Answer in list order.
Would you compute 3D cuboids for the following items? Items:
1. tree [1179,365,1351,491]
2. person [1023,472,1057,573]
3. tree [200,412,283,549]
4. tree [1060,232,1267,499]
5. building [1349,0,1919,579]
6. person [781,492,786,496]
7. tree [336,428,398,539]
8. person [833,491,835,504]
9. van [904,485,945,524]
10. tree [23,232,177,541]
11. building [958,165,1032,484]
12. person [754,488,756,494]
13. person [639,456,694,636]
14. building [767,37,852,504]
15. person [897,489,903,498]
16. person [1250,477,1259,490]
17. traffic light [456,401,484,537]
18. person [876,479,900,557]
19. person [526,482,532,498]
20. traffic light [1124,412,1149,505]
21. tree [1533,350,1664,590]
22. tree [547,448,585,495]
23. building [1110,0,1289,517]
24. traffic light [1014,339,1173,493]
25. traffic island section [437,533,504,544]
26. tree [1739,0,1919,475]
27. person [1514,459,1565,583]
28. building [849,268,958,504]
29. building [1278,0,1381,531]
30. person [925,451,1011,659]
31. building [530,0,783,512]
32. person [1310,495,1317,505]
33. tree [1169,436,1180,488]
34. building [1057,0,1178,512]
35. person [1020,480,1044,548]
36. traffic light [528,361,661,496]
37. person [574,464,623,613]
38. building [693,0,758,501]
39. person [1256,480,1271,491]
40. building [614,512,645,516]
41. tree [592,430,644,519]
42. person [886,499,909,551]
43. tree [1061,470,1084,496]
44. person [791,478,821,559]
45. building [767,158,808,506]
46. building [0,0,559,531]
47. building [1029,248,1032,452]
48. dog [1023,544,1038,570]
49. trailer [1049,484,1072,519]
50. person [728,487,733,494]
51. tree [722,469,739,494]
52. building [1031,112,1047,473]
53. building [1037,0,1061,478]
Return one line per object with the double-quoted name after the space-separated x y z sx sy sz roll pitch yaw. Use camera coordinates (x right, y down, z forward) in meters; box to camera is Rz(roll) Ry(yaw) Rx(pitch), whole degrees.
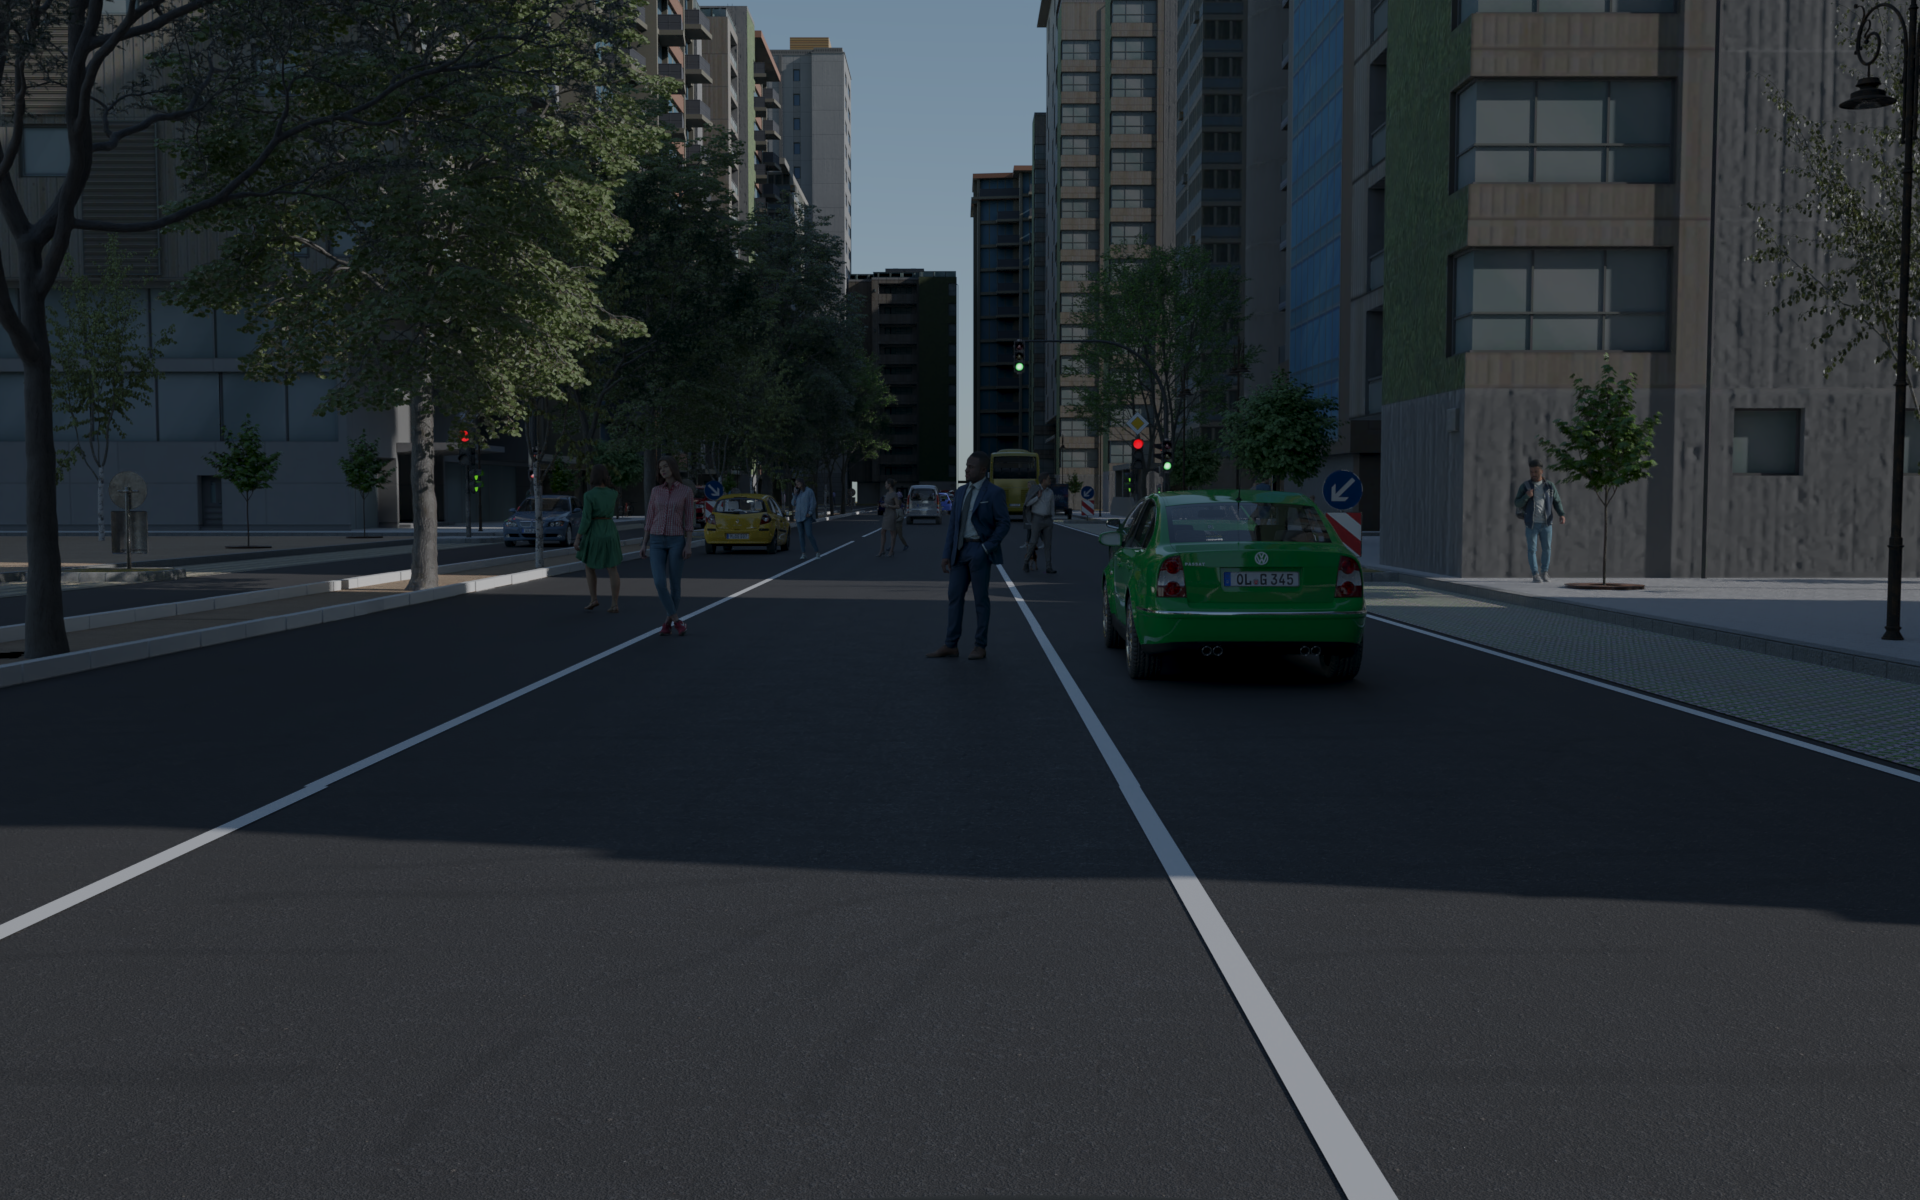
8.207 -3.693 44.092 4.285 4.588 4.351 0 3 0 "tree"
1.433 -1.397 31.436 0.679 1.850 0.850 -2 4 -34 "person"
-16.735 -2.834 40.933 1.663 3.219 1.824 0 3 0 "tree"
8.192 -8.703 68.041 9.928 11.665 9.643 0 3 0 "tree"
14.660 -21.311 32.027 14.154 41.232 14.086 0 3 0 "building"
-16.825 -9.786 165.916 0.599 1.838 0.709 0 4 -5 "person"
-17.229 -3.415 50.434 1.663 3.219 1.824 0 3 0 "tree"
-14.634 -11.664 199.070 0.599 1.838 0.709 3 5 43 "person"
-1.715 -4.655 83.115 2.013 2.044 4.112 0 4 0 "van"
-23.757 -5.954 47.703 4.737 8.622 4.395 0 3 0 "tree"
14.209 -35.101 228.531 28.867 44.769 22.147 0 3 0 "building"
-16.663 -8.208 139.873 0.705 1.869 1.348 1 4 12 "person"
-2.981 -0.556 17.596 0.555 1.821 0.388 0 4 -3 "person"
-28.437 -41.912 227.253 28.212 58.520 21.231 0 3 0 "building"
-5.122 -8.516 147.598 0.709 1.838 0.599 1 4 18 "person"
8.481 -2.621 49.239 0.374 1.781 0.599 -2 4 -30 "person"
-14.513 -3.804 51.113 0.839 4.253 0.868 0 3 0 "traffic light"
-1.642 -1.867 39.370 0.374 1.781 0.599 -2 4 -34 "person"
-16.821 -3.794 68.418 0.623 1.781 0.721 -3 5 -40 "person"
6.032 -4.296 59.157 0.839 4.253 0.868 0 3 0 "traffic light"
8.648 -1.770 23.535 1.663 3.219 1.824 0 3 0 "tree"
-16.792 -4.776 72.694 1.663 3.219 1.824 0 3 0 "tree"
25.493 -24.957 99.922 32.217 40.220 23.993 0 3 0 "building"
3.957 -4.670 51.026 4.771 5.953 1.251 0 3 0 "traffic light"
-14.553 -1.772 51.247 2.009 0.180 2.903 0 3 0 "traffic island section"
12.770 -4.438 22.921 4.360 8.622 3.978 0 3 0 "tree"
8.373 -1.144 25.102 0.623 1.781 0.721 0 4 -5 "person"
-7.270 -27.707 224.716 14.107 30.474 14.160 0 3 0 "building"
20.428 -25.370 64.915 14.200 45.320 14.600 0 3 0 "building"
0.102 -0.394 15.131 0.721 1.800 0.419 2 4 31 "person"
-28.495 -31.042 162.155 22.147 44.769 28.867 0 3 0 "building"
11.878 -2.909 58.288 0.332 1.250 0.352 1 4 10 "person"
11.266 -6.148 84.228 4.285 4.588 4.351 0 3 0 "tree"
15.161 -28.359 147.264 14.154 41.232 14.086 0 3 0 "building"
1.949 -2.268 45.770 0.728 1.800 0.709 0 4 0 "person"
-12.438 -5.166 59.137 4.771 5.953 1.251 0 3 0 "traffic light"
-4.346 -0.747 20.964 0.529 1.795 0.600 3 5 41 "person"
-24.378 -27.966 140.835 14.154 41.232 14.086 0 3 0 "building"
8.254 -2.514 47.174 0.654 1.822 0.581 -3 5 -40 "person"
-28.237 -28.059 113.390 22.147 44.769 28.867 0 3 0 "building"
-17.517 -6.405 88.434 4.285 4.588 4.351 0 3 0 "tree"
-1.557 -1.893 43.721 0.640 1.303 0.475 -3 4 -37 "person"
9.122 -8.713 137.061 1.663 3.219 1.824 0 3 0 "tree"
-3.371 -1.791 38.043 0.793 1.790 0.793 0 4 2 "person"
-29.507 -30.706 193.919 23.993 40.220 32.217 0 3 0 "building"
-32.391 -29.466 71.001 28.713 52.752 27.495 0 3 0 "building"
15.029 -26.389 203.165 14.160 30.474 14.107 0 3 0 "building"
1.334 -0.821 32.710 0.406 0.507 0.540 -1 4 -21 "dog"
5.555 -5.565 98.033 1.471 1.999 3.904 0 4 1 "trailer"
-17.372 -7.647 131.409 0.444 1.785 0.601 -3 4 -36 "person"
-17.822 -8.494 133.475 1.663 3.219 1.824 0 3 0 "tree"
14.759 -30.897 188.765 14.154 41.232 14.086 0 3 0 "building"
22.357 -35.379 167.678 28.713 52.752 27.495 0 3 0 "building"
